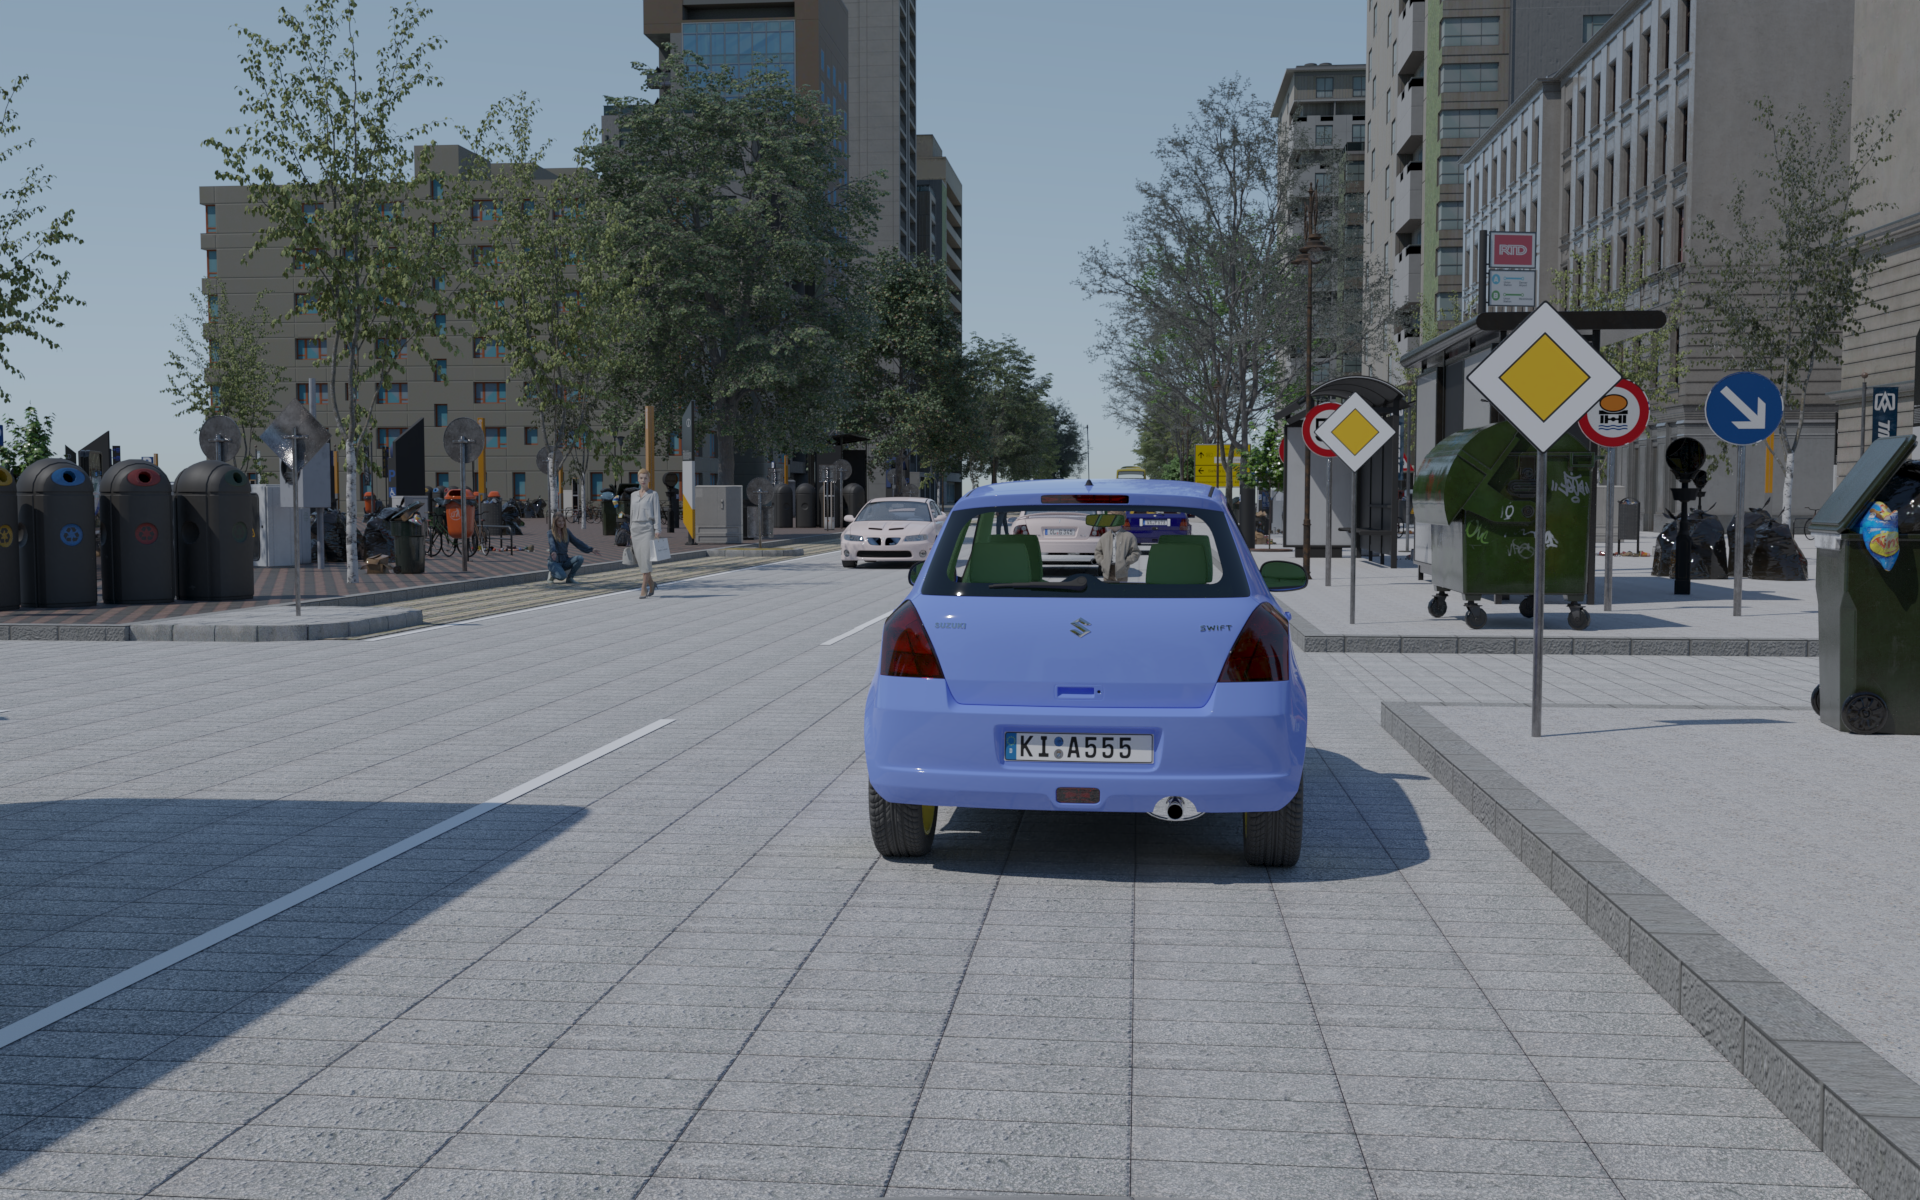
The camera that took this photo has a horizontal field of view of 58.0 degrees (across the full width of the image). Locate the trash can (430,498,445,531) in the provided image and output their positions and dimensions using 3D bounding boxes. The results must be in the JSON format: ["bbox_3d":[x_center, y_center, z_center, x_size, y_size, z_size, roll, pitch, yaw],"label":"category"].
[{"bbox_3d":[-17.151,-2.797,57.388,0.748,1.137,0.748,0,3,0],"label":"trash can"}]

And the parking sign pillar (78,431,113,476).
[{"bbox_3d":[-36.778,-5.215,73.744,1.447,3.967,1.447,0,4,-2],"label":"parking sign pillar"}]

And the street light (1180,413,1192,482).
[{"bbox_3d":[12.014,-7.251,91.347,0.468,5.910,1.993,0,4,6],"label":"street light"}]

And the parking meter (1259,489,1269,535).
[{"bbox_3d":[9.504,-2.796,54.118,0.372,1.533,0.369,0,3,0],"label":"parking meter"}]

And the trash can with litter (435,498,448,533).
[{"bbox_3d":[-16.455,-2.722,55.884,1.055,1.170,0.624,1,4,18],"label":"trash can with litter"}]

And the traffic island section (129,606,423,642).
[{"bbox_3d":[-6.989,0.247,18.239,2.009,0.180,2.903,0,4,6],"label":"traffic island section"}]

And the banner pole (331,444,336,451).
[{"bbox_3d":[-31.714,-5.952,87.330,0.863,3.779,0.401,0,4,-3],"label":"banner pole"}]

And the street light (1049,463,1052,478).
[{"bbox_3d":[10.953,-14.491,209.718,0.468,5.910,1.993,0,4,6],"label":"street light"}]

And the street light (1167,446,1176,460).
[{"bbox_3d":[16.581,-9.919,134.968,0.468,5.910,1.993,0,4,6],"label":"street light"}]

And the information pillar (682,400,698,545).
[{"bbox_3d":[-6.819,-3.195,43.586,0.183,3.616,0.504,-3,4,-38],"label":"information pillar"}]

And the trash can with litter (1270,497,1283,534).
[{"bbox_3d":[10.266,-2.773,56.390,1.678,1.210,2.233,2,4,27],"label":"trash can with litter"}]

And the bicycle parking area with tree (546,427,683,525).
[{"bbox_3d":[-13.390,-5.453,76.158,9.016,4.147,8.231,3,5,41],"label":"bicycle parking area with tree"}]

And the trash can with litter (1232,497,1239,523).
[{"bbox_3d":[11.897,-3.950,75.964,1.055,1.170,0.624,-2,4,-32],"label":"trash can with litter"}]

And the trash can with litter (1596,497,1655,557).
[{"bbox_3d":[13.684,-1.527,36.022,1.678,1.210,2.233,-2,4,-26],"label":"trash can with litter"}]

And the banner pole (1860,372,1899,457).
[{"bbox_3d":[18.819,-2.790,35.641,0.863,3.779,0.401,1,4,20],"label":"banner pole"}]

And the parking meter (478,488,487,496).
[{"bbox_3d":[-19.639,-3.844,71.262,0.372,1.533,0.369,0,3,0],"label":"parking meter"}]

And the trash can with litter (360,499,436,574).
[{"bbox_3d":[-9.113,-1.008,27.875,1.055,1.170,0.624,0,4,-1],"label":"trash can with litter"}]

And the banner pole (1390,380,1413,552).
[{"bbox_3d":[9.785,-2.959,38.400,0.401,3.779,0.863,-2,4,-28],"label":"banner pole"}]

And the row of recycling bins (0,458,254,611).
[{"bbox_3d":[-10.036,-0.796,20.122,1.069,1.692,3.534,3,5,41],"label":"row of recycling bins"}]

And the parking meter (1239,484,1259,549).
[{"bbox_3d":[6.650,-1.937,40.083,0.372,1.533,0.369,0,3,0],"label":"parking meter"}]

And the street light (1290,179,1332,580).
[{"bbox_3d":[5.204,-3.245,25.847,0.468,5.910,1.993,0,4,6],"label":"street light"}]

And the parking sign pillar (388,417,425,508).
[{"bbox_3d":[-19.319,-4.403,60.460,1.447,3.967,1.447,2,4,31],"label":"parking sign pillar"}]

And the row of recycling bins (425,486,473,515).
[{"bbox_3d":[-25.650,-4.854,86.481,3.534,1.692,1.069,2,4,32],"label":"row of recycling bins"}]

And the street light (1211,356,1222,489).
[{"bbox_3d":[8.662,-5.221,58.156,0.468,5.910,1.993,0,4,6],"label":"street light"}]

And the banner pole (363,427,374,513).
[{"bbox_3d":[-21.909,-4.538,64.206,0.401,3.779,0.863,0,4,7],"label":"banner pole"}]

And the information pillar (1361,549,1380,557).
[{"bbox_3d":[8.430,-1.900,35.550,0.304,2.012,0.304,-3,5,-40],"label":"information pillar"}]

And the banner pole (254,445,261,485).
[{"bbox_3d":[-35.838,-6.020,88.445,0.401,3.779,0.863,-3,5,-40],"label":"banner pole"}]

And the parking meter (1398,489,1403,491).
[{"bbox_3d":[21.401,-4.615,83.864,0.372,1.533,0.369,0,3,0],"label":"parking meter"}]

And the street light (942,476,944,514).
[{"bbox_3d":[-0.938,-7.456,94.691,0.468,5.910,1.993,0,4,6],"label":"street light"}]

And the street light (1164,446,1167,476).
[{"bbox_3d":[19.938,-11.909,167.494,0.468,5.910,1.993,0,4,6],"label":"street light"}]

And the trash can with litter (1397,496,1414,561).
[{"bbox_3d":[9.680,-1.400,33.944,2.233,1.210,1.678,1,4,13],"label":"trash can with litter"}]

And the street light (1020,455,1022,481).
[{"bbox_3d":[5.705,-11.444,159.900,0.468,5.910,1.993,0,4,6],"label":"street light"}]

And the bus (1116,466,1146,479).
[{"bbox_3d":[14.924,-9.767,151.243,2.896,3.916,12.252,0,4,5],"label":"bus"}]

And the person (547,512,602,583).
[{"bbox_3d":[-6.226,-0.835,27.650,1.012,1.151,0.738,-3,5,-41],"label":"person"}]

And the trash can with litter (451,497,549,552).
[{"bbox_3d":[-10.240,-1.701,38.865,2.233,1.210,1.678,1,4,19],"label":"trash can with litter"}]

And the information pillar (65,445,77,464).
[{"bbox_3d":[-41.948,-5.528,81.742,0.504,3.616,0.183,-3,4,-36],"label":"information pillar"}]

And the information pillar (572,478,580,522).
[{"bbox_3d":[-17.580,-4.571,79.224,0.304,2.012,0.304,0,4,-7],"label":"information pillar"}]

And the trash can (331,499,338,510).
[{"bbox_3d":[-20.371,-2.696,55.741,0.748,1.137,0.748,0,3,0],"label":"trash can"}]

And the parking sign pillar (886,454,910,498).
[{"bbox_3d":[-3.279,-6.282,91.188,1.447,3.967,1.447,2,4,35],"label":"parking sign pillar"}]

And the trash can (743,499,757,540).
[{"bbox_3d":[-5.979,-2.245,48.353,0.748,1.137,0.748,0,3,0],"label":"trash can"}]

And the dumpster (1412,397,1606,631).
[{"bbox_3d":[5.373,-0.892,17.074,1.502,2.255,1.985,0,4,6],"label":"dumpster"}]

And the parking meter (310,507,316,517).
[{"bbox_3d":[-17.739,-2.382,47.349,0.372,1.533,0.369,0,3,0],"label":"parking meter"}]

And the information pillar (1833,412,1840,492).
[{"bbox_3d":[25.056,-3.537,49.187,0.504,3.616,0.183,1,4,10],"label":"information pillar"}]

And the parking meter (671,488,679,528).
[{"bbox_3d":[-10.795,-3.486,65.414,0.372,1.533,0.369,0,3,0],"label":"parking meter"}]

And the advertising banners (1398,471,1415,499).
[{"bbox_3d":[20.501,-5.137,80.173,2.074,3.025,0.090,1,4,10],"label":"advertising banners"}]

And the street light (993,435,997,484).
[{"bbox_3d":[2.506,-9.466,127.564,0.468,5.910,1.993,0,4,6],"label":"street light"}]

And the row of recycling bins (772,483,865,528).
[{"bbox_3d":[-5.383,-3.591,65.818,3.534,1.692,1.069,-1,4,-8],"label":"row of recycling bins"}]

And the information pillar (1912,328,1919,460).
[{"bbox_3d":[11.773,-1.824,21.176,0.183,3.616,0.504,1,4,11],"label":"information pillar"}]

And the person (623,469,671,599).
[{"bbox_3d":[-4.311,-0.923,23.937,0.694,1.780,0.624,3,4,36],"label":"person"}]

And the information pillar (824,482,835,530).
[{"bbox_3d":[-4.645,-3.488,61.514,0.304,2.012,0.304,1,4,16],"label":"information pillar"}]

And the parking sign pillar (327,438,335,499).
[{"bbox_3d":[-28.528,-5.419,77.080,1.447,3.967,1.447,1,4,11],"label":"parking sign pillar"}]

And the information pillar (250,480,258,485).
[{"bbox_3d":[-36.551,-5.210,89.673,0.304,2.012,0.304,0,4,-3],"label":"information pillar"}]
